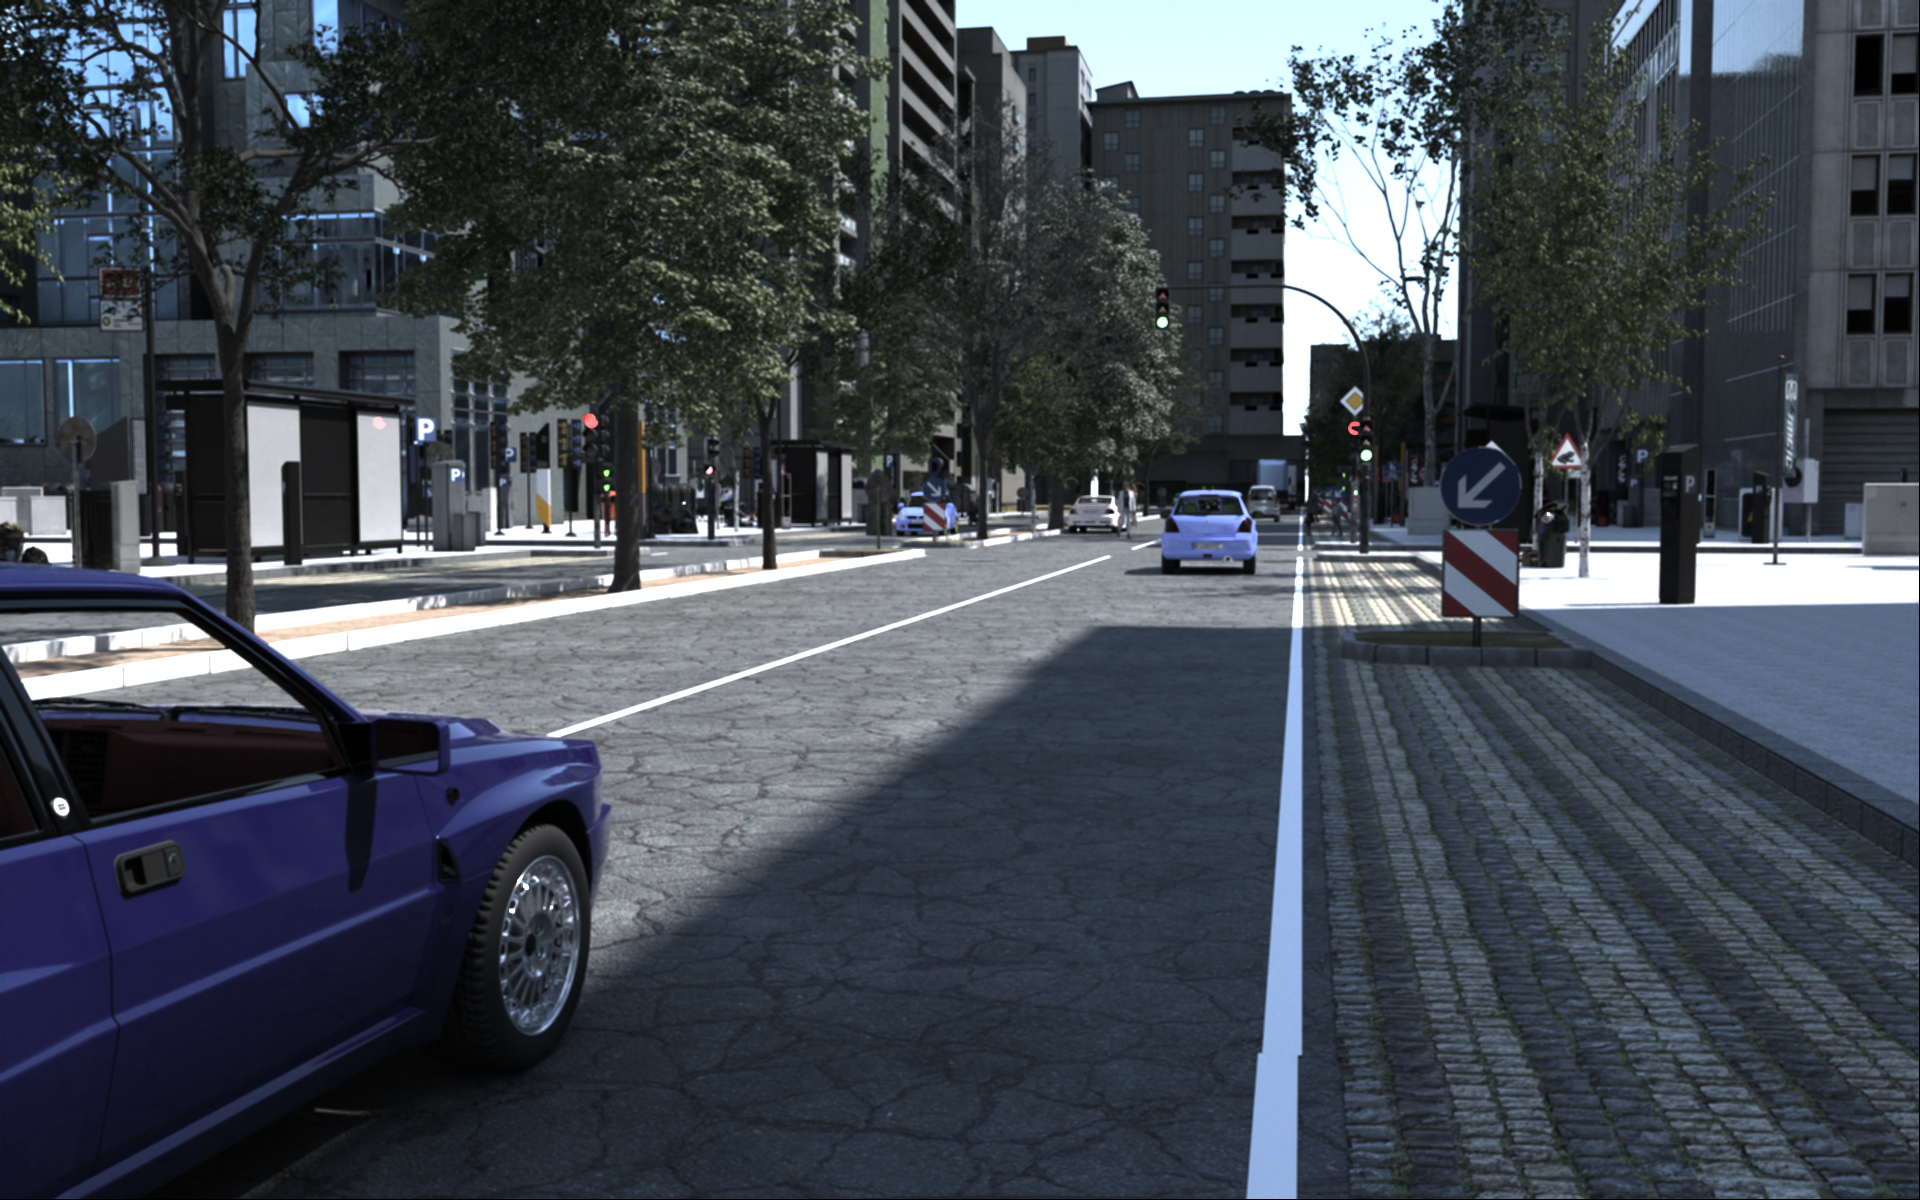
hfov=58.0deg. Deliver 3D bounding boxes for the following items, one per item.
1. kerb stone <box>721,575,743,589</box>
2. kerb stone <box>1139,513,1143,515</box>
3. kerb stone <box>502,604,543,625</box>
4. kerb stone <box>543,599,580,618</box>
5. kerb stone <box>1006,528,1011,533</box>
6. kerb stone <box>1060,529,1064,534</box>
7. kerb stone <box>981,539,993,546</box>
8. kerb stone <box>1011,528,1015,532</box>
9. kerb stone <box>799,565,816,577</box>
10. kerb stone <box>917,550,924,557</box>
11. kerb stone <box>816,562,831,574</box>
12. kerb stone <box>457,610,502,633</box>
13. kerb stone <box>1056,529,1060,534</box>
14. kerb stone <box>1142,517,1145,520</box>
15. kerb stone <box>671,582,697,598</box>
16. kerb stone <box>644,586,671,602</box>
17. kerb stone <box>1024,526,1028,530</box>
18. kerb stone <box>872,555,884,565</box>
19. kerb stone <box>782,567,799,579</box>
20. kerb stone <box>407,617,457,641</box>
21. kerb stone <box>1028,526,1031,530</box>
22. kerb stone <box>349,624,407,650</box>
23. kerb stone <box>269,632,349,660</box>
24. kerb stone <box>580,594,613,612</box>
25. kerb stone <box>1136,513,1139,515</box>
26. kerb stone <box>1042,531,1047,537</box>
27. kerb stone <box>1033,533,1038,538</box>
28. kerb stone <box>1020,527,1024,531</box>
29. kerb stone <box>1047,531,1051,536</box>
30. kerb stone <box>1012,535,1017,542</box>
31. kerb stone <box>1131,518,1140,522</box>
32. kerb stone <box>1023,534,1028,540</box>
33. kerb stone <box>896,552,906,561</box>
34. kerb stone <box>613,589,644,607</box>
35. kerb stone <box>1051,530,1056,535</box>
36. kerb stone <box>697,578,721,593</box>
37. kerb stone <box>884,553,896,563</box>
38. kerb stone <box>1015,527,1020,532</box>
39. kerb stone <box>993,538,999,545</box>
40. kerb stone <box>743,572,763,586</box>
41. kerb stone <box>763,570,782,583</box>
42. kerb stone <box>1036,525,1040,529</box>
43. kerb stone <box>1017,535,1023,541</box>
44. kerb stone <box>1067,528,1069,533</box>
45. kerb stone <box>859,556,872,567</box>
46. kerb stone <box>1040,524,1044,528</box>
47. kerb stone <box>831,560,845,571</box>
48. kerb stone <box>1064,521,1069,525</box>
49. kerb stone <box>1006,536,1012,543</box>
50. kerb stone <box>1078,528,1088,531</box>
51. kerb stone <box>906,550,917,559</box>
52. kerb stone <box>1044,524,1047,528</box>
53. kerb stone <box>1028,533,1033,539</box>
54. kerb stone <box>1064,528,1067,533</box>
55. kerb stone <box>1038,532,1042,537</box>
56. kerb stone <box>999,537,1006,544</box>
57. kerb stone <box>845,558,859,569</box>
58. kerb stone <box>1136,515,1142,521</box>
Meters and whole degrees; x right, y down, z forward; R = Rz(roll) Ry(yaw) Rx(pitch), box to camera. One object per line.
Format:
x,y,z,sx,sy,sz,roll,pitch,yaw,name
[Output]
-3.572,-0.258,26.417,0.120,0.150,1.000,1,4,11,kerb stone
12.175,-5.788,116.880,0.120,0.150,1.000,1,4,11,kerb stone
-4.963,0.173,19.369,0.120,0.150,1.000,1,4,11,kerb stone
-4.769,0.111,20.381,0.120,0.150,1.000,1,4,11,kerb stone
1.641,-2.532,63.591,0.120,0.150,1.000,1,4,11,kerb stone
3.500,-2.445,62.192,0.120,0.150,1.000,1,4,11,kerb stone
0.709,-1.583,48.089,0.120,0.150,1.000,1,4,11,kerb stone
1.832,-2.587,64.596,0.120,0.150,1.000,1,4,11,kerb stone
-2.779,-0.496,30.429,0.120,0.150,1.000,1,4,11,kerb stone
-0.981,-1.057,39.476,0.120,0.150,1.000,1,4,11,kerb stone
-2.582,-0.559,31.434,0.120,0.150,1.000,1,4,11,kerb stone
-5.165,0.238,18.367,0.120,0.150,1.000,1,4,11,kerb stone
3.300,-2.383,61.190,0.120,0.150,1.000,1,4,11,kerb stone
9.864,-4.416,94.395,0.120,0.150,1.000,1,4,11,kerb stone
-3.967,-0.135,24.404,0.120,0.150,1.000,1,4,11,kerb stone
-4.171,-0.074,23.403,0.120,0.150,1.000,1,4,11,kerb stone
2.433,-2.778,67.611,0.120,0.150,1.000,1,4,11,kerb stone
-1.794,-0.811,35.463,0.120,0.150,1.000,1,4,11,kerb stone
-2.984,-0.441,29.428,0.120,0.150,1.000,1,4,11,kerb stone
-5.361,0.295,17.364,0.120,0.150,1.000,1,4,11,kerb stone
2.627,-2.839,68.615,0.120,0.150,1.000,1,4,11,kerb stone
-5.555,0.357,16.357,0.120,0.150,1.000,1,4,11,kerb stone
-5.769,0.418,15.357,0.120,0.150,1.000,1,4,11,kerb stone
-4.569,0.051,21.392,0.120,0.150,1.000,1,4,11,kerb stone
11.371,-5.542,112.855,0.120,0.150,1.000,1,4,11,kerb stone
2.706,-2.198,58.164,0.120,0.150,1.000,1,4,11,kerb stone
2.305,-2.074,56.142,0.120,0.150,1.000,1,4,11,kerb stone
2.230,-2.713,66.608,0.120,0.150,1.000,1,4,11,kerb stone
2.902,-2.262,59.184,0.120,0.150,1.000,1,4,11,kerb stone
1.504,-1.829,52.118,0.120,0.150,1.000,1,4,11,kerb stone
9.263,-4.231,91.379,0.120,0.150,1.000,1,4,11,kerb stone
1.902,-1.953,54.128,0.120,0.150,1.000,1,4,11,kerb stone
-1.386,-0.933,37.466,0.120,0.150,1.000,1,4,11,kerb stone
-4.366,-0.012,22.394,0.120,0.150,1.000,1,4,11,kerb stone
3.111,-2.321,60.185,0.120,0.150,1.000,1,4,11,kerb stone
-3.771,-0.196,25.411,0.120,0.150,1.000,1,4,11,kerb stone
-1.585,-0.873,36.463,0.120,0.150,1.000,1,4,11,kerb stone
2.027,-2.655,65.599,0.120,0.150,1.000,1,4,11,kerb stone
0.903,-1.645,49.094,0.120,0.150,1.000,1,4,11,kerb stone
-3.373,-0.320,27.420,0.120,0.150,1.000,1,4,11,kerb stone
-3.169,-0.381,28.421,0.120,0.150,1.000,1,4,11,kerb stone
3.023,-2.962,70.621,0.120,0.150,1.000,1,4,11,kerb stone
1.707,-1.892,53.124,0.120,0.150,1.000,1,4,11,kerb stone
3.907,-2.570,64.211,0.120,0.150,1.000,1,4,11,kerb stone
-1.988,-0.749,34.452,0.120,0.150,1.000,1,4,11,kerb stone
3.223,-3.017,71.624,0.120,0.150,1.000,1,4,11,kerb stone
-2.382,-0.626,32.436,0.120,0.150,1.000,1,4,11,kerb stone
5.010,-3.578,80.688,0.120,0.150,1.000,1,4,11,kerb stone
1.308,-1.764,51.115,0.120,0.150,1.000,1,4,11,kerb stone
4.883,-2.875,69.241,0.120,0.150,1.000,1,4,11,kerb stone
-1.186,-0.992,38.470,0.120,0.150,1.000,1,4,11,kerb stone
3.428,-3.084,72.630,0.120,0.150,1.000,1,4,11,kerb stone
2.107,-2.015,55.139,0.120,0.150,1.000,1,4,11,kerb stone
3.703,-2.508,63.209,0.120,0.150,1.000,1,4,11,kerb stone
2.500,-2.139,57.162,0.120,0.150,1.000,1,4,11,kerb stone
1.104,-1.707,50.097,0.120,0.150,1.000,1,4,11,kerb stone
-2.179,-0.688,33.448,0.120,0.150,1.000,1,4,11,kerb stone
9.476,-4.293,92.379,0.120,0.150,1.000,1,4,11,kerb stone
